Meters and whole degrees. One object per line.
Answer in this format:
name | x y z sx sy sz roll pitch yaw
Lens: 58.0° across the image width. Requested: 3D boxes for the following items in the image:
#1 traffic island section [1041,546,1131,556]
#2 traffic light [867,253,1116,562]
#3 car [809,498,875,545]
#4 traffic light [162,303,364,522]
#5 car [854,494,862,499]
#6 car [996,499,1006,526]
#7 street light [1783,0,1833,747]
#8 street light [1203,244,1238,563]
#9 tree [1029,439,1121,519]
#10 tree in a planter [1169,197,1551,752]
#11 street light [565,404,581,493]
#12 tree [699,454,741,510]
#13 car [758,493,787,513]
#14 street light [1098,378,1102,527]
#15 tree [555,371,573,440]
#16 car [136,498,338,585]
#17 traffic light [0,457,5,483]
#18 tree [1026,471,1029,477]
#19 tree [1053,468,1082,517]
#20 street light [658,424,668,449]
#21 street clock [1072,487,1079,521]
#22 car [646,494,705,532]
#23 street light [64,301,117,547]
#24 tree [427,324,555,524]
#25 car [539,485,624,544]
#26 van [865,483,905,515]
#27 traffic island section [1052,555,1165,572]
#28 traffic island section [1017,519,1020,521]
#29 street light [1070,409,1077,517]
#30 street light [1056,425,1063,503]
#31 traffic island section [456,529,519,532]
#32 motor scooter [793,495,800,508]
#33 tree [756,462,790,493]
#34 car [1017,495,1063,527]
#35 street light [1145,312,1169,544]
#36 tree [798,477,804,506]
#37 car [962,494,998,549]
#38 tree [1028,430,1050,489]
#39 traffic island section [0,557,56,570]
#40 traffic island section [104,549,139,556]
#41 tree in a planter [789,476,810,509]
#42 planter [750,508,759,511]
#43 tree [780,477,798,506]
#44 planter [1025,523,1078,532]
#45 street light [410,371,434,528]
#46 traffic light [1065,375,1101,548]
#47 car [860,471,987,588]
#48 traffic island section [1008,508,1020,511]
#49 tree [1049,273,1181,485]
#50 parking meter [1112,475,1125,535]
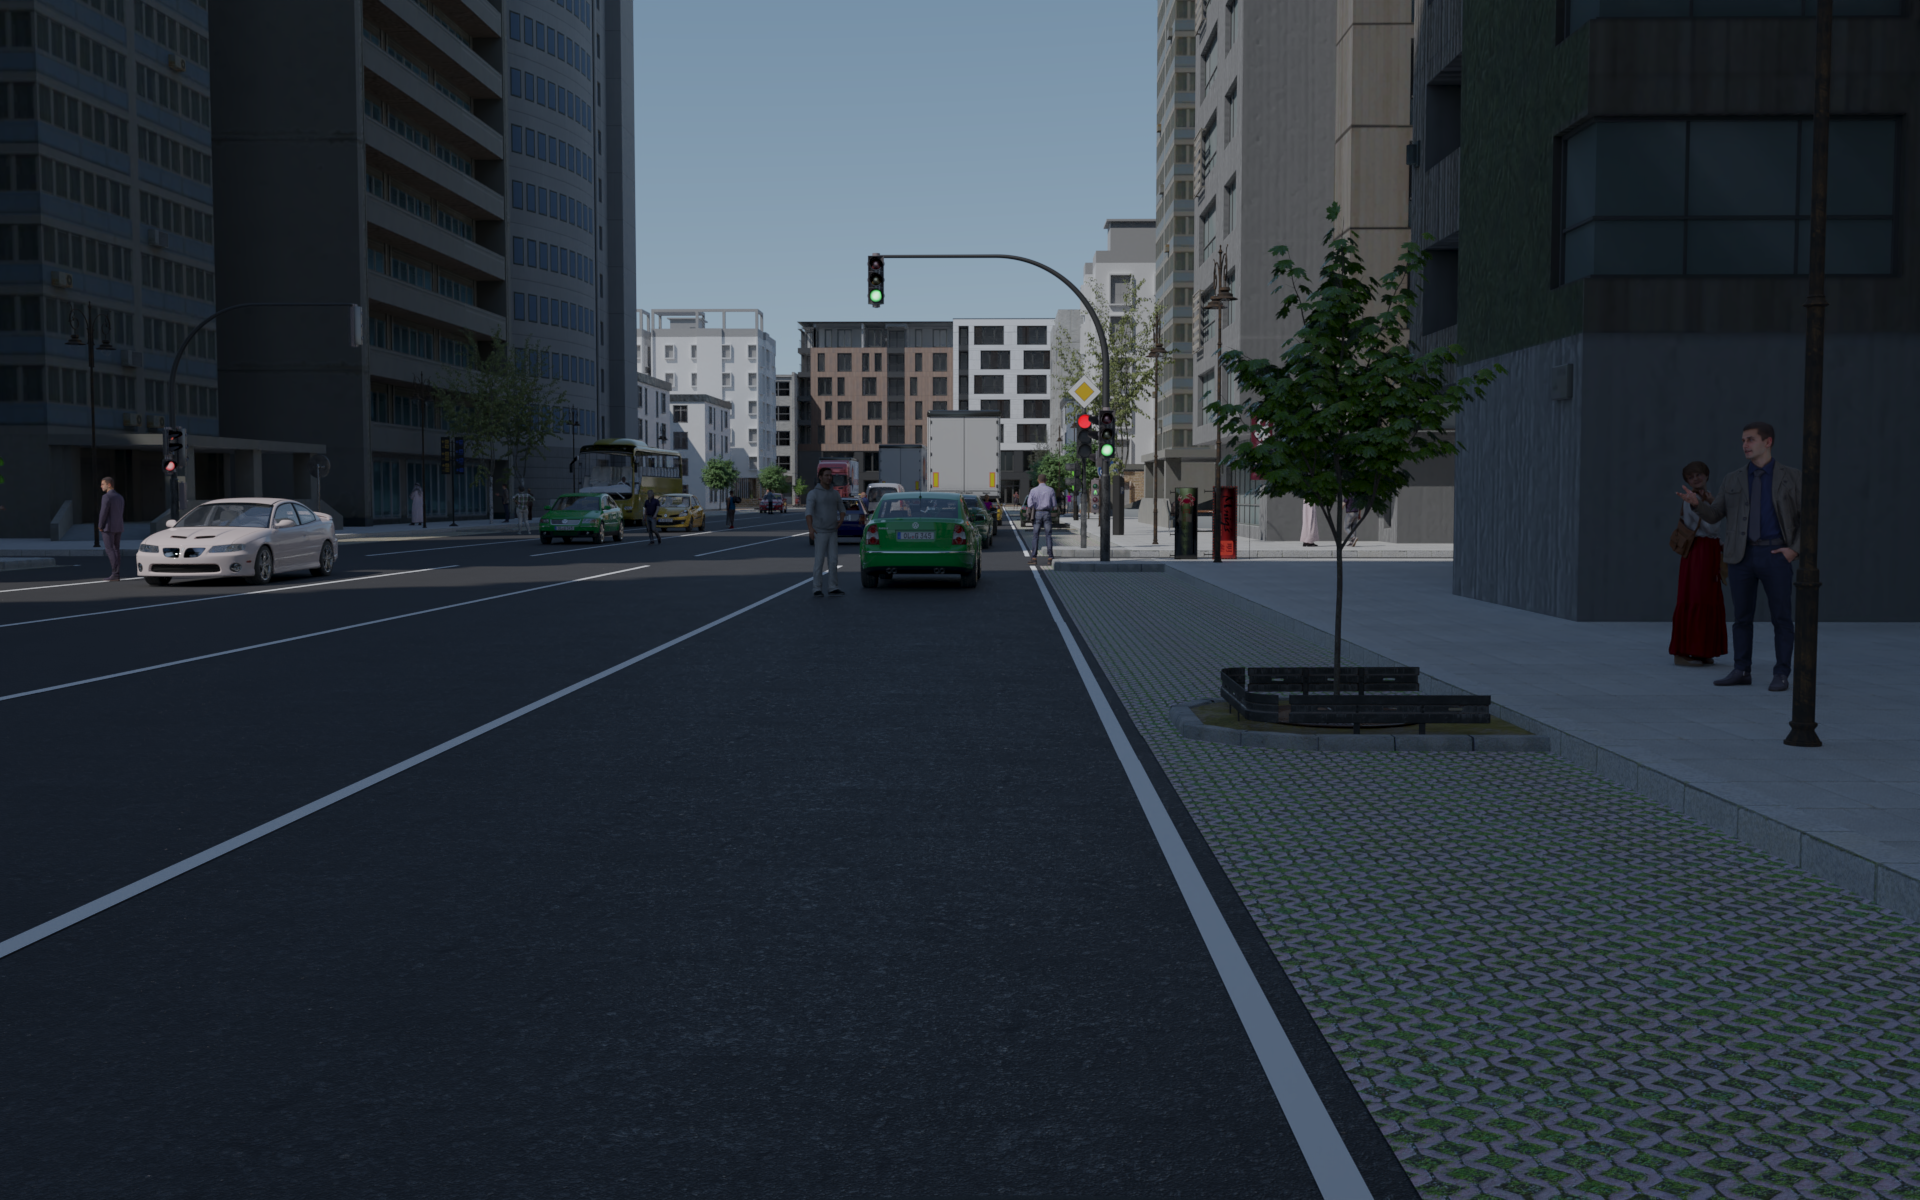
traffic island section | 2.950 -1.147 41.031 2.009 0.180 2.903 0 4 1
traffic light | 0.647 -3.558 32.838 4.771 5.953 1.251 0 4 1
car | -3.387 -2.298 50.147 1.945 1.354 3.894 0 4 0
traffic light | -16.673 -4.079 41.352 4.771 5.953 1.251 0 4 1
car | -9.540 -9.587 166.977 2.015 1.641 3.980 0 4 0
car | 1.097 -4.238 79.509 2.015 1.641 3.980 0 4 2
street light | 4.312 -2.195 8.683 0.468 5.910 1.993 0 4 1
street light | 4.828 -3.638 32.273 0.468 5.910 1.993 0 4 1
tree | 6.656 -6.421 88.699 4.285 4.588 4.351 0 3 0
tree in a planter | 2.307 -0.811 10.478 1.991 3.239 1.994 0 4 1
street light | -19.801 -7.097 88.830 0.468 5.910 1.993 0 4 1
tree | -19.283 -9.515 139.283 4.285 4.588 4.351 0 3 0
car | -14.123 -7.459 131.002 2.155 1.783 4.494 0 4 0
street light | 5.507 -5.826 68.037 0.468 5.910 1.993 0 4 1
tree | -20.185 -7.935 80.097 4.737 8.622 4.395 0 3 0
car | -11.929 -1.009 28.864 2.083 1.381 4.827 0 4 -1
traffic light | -18.936 -2.719 33.378 0.839 4.253 0.868 0 4 1
tree | 6.789 -8.360 120.403 4.285 4.588 4.351 0 3 0
tree | 6.517 -6.385 98.998 1.663 3.219 1.824 0 3 0
street light | -19.317 -8.561 112.765 0.468 5.910 1.993 0 4 1
street clock | 5.631 -4.856 83.964 0.358 2.002 0.471 -3 5 -44
car | -10.877 -3.427 66.251 2.015 1.641 3.980 0 4 2
street light | -20.842 -4.212 41.649 0.468 5.910 1.993 0 4 1
tree | -20.355 -7.566 74.070 4.737 8.622 4.395 0 3 0
car | -11.111 -2.580 50.980 1.959 1.807 4.718 0 4 0
van | -2.854 -3.742 68.199 2.013 2.044 4.112 0 4 3
traffic island section | 2.781 -0.659 33.048 2.009 0.180 2.903 0 4 1
traffic island section | 4.050 -4.307 93.284 1.991 0.108 1.994 0 4 1
street light | 6.067 -7.284 91.883 0.468 5.910 1.993 0 4 1
street light | 6.631 -8.735 115.599 0.468 5.910 1.993 0 4 1
traffic island section | -17.953 -2.647 66.141 1.991 0.108 1.994 0 4 1
motor scooter | -16.215 -9.786 172.781 0.815 1.314 1.986 0 4 -1
tree | -18.635 -11.568 172.852 4.285 4.588 4.351 0 3 0
car | 3.491 -4.036 75.778 2.009 1.686 4.222 0 4 2
street light | 4.982 -4.355 43.996 0.468 5.910 1.993 0 4 1
tree | -18.197 -12.202 194.100 1.663 3.219 1.824 0 3 0
car | -0.063 -2.149 46.938 2.131 1.459 4.920 0 4 3
tree | 9.258 -14.865 193.407 4.360 8.622 3.978 0 3 0
traffic island section | -18.976 -0.687 33.514 2.009 0.180 2.903 0 4 1
traffic island section | -18.806 -1.175 41.497 2.009 0.180 2.903 0 4 1
tree in a planter | -15.725 -10.607 170.653 1.991 3.239 1.994 0 4 1
planter | -16.303 -7.503 143.805 1.991 0.319 1.994 0 4 1
tree | -18.634 -11.588 184.071 1.663 3.219 1.824 0 3 0
planter | 3.482 -2.765 66.340 1.991 0.319 1.994 0 4 1
street light | -20.220 -5.654 65.237 0.468 5.910 1.993 0 4 1
traffic light | 2.910 -3.180 40.918 0.839 4.253 0.868 0 4 1
car | -0.567 -1.167 27.877 1.959 1.807 4.718 0 4 2
traffic island section | 5.719 -9.073 171.216 1.991 0.108 1.994 0 4 1
tree | 5.118 -6.531 57.140 4.737 8.622 4.395 0 3 0
parking meter | 4.948 -2.956 54.043 0.255 1.863 0.399 2 4 32
